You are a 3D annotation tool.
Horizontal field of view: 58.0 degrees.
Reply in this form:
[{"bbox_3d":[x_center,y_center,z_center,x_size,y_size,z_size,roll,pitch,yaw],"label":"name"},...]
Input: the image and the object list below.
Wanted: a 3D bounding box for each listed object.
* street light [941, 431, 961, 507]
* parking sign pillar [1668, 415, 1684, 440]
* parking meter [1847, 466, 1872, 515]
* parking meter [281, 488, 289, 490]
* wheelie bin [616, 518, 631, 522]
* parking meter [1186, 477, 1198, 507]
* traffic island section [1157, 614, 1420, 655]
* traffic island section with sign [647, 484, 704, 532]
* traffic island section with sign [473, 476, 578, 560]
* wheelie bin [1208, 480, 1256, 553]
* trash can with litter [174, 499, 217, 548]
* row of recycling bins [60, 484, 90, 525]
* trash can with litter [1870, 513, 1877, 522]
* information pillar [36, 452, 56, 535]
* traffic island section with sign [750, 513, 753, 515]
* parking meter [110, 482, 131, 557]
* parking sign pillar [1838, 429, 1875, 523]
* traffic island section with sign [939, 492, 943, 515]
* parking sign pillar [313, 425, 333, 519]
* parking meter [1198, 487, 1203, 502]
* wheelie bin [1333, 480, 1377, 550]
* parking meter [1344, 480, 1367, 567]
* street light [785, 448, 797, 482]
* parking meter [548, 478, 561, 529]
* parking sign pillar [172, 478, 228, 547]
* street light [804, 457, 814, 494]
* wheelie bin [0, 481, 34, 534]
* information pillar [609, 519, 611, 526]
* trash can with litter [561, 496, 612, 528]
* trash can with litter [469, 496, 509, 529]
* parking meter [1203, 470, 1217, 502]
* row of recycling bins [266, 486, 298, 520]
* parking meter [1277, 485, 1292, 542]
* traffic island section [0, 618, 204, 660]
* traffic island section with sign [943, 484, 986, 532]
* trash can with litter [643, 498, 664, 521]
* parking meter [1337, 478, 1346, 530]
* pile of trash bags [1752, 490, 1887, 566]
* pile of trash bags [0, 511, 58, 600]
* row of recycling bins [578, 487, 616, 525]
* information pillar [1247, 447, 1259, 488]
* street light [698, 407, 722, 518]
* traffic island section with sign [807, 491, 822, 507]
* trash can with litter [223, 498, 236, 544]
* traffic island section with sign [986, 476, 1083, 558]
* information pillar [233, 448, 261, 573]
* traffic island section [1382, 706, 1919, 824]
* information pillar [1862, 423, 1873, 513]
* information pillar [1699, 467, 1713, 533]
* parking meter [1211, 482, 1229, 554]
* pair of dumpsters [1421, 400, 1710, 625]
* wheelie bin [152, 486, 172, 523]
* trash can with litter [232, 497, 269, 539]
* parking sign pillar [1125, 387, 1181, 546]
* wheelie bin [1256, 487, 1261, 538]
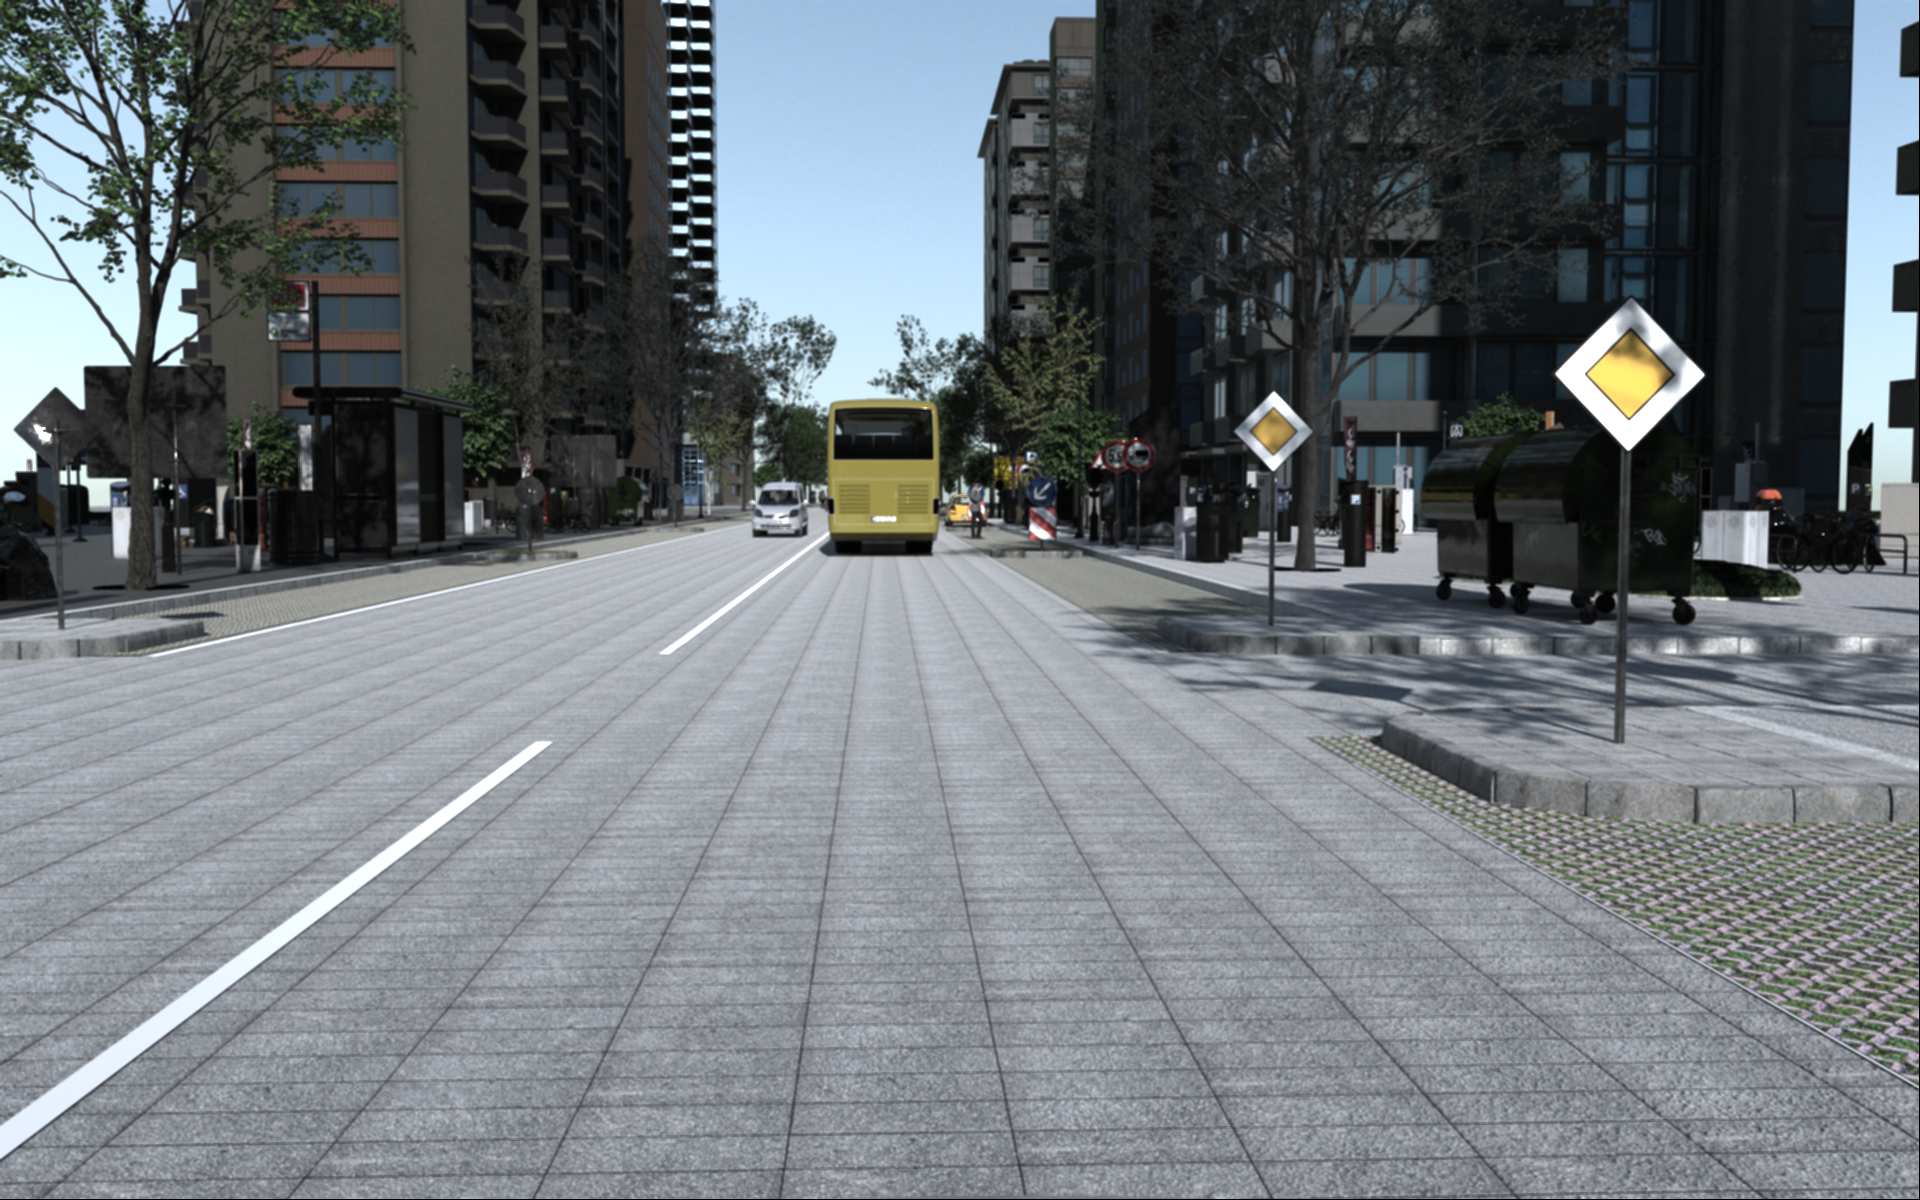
[{"bbox_3d":[-0.528,-9.467,127.322,1.470,5.913,1.316,0,4,-3],"label":"street light"},{"bbox_3d":[24.141,-4.302,58.814,1.447,3.967,1.447,0,4,5],"label":"parking sign pillar"},{"bbox_3d":[18.840,-1.870,36.287,0.255,1.863,0.399,-2,4,-30],"label":"parking meter"},{"bbox_3d":[-27.617,-3.825,70.955,0.372,1.533,0.369,0,3,0],"label":"parking meter"},{"bbox_3d":[-15.409,-4.378,79.485,0.693,1.594,0.980,2,4,31],"label":"wheelie bin"},{"bbox_3d":[7.725,-3.182,57.730,0.399,1.863,0.255,0,4,5],"label":"parking meter"},{"bbox_3d":[3.054,0.329,16.908,2.009,0.180,2.903,0,4,-3],"label":"traffic island section"},{"bbox_3d":[-10.761,-3.488,65.652,1.989,1.847,2.006,0,4,-3],"label":"traffic island section with sign"},{"bbox_3d":[-9.505,-1.803,38.099,1.989,1.847,2.006,0,4,-3],"label":"traffic island section with sign"},{"bbox_3d":[5.881,-1.835,37.917,0.693,1.594,0.980,3,4,37],"label":"wheelie bin"},{"bbox_3d":[-18.364,-1.841,41.481,1.055,1.170,0.624,-1,4,-9],"label":"trash can with litter"},{"bbox_3d":[-37.868,-4.052,73.356,1.069,1.692,3.534,0,4,-5],"label":"row of recycling bins"},{"bbox_3d":[40.472,-4.110,78.252,2.233,1.210,1.678,-1,4,-8],"label":"trash can with litter"},{"bbox_3d":[-28.470,-3.829,53.953,0.504,3.616,0.183,-2,4,-29],"label":"information pillar"},{"bbox_3d":[-13.045,-6.589,116.352,1.989,1.847,2.006,0,4,-3],"label":"traffic island section with sign"},{"bbox_3d":[-17.076,-1.642,35.261,0.372,1.533,0.369,0,3,0],"label":"parking meter"},{"bbox_3d":[37.526,-5.134,72.420,1.447,3.967,1.447,1,4,9],"label":"parking sign pillar"},{"bbox_3d":[-1.763,-6.601,116.551,1.989,1.847,2.006,0,4,-3],"label":"traffic island section with sign"},{"bbox_3d":[-24.706,-4.786,66.718,1.447,3.967,1.447,1,4,9],"label":"parking sign pillar"},{"bbox_3d":[8.530,-3.275,61.955,0.372,1.533,0.369,0,3,0],"label":"parking meter"},{"bbox_3d":[9.118,-1.961,39.978,0.980,1.594,0.693,0,4,7],"label":"wheelie bin"},{"bbox_3d":[6.962,-1.350,30.489,0.372,1.533,0.369,0,3,0],"label":"parking meter"},{"bbox_3d":[-17.150,-12.434,175.841,1.470,5.913,1.316,0,4,-3],"label":"street light"},{"bbox_3d":[-14.815,-3.524,63.327,0.399,1.863,0.255,1,4,10],"label":"parking meter"},{"bbox_3d":[-18.984,-3.330,42.923,1.447,3.967,1.447,0,4,6],"label":"parking sign pillar"},{"bbox_3d":[-19.001,-14.984,217.527,1.470,5.913,1.316,0,4,-3],"label":"street light"},{"bbox_3d":[-22.642,-2.051,41.440,0.980,1.594,0.693,2,4,32],"label":"wheelie bin"},{"bbox_3d":[-14.247,-4.850,70.657,0.183,3.616,0.504,0,4,-8],"label":"information pillar"},{"bbox_3d":[-14.177,-3.291,64.870,2.233,1.210,1.678,1,4,16],"label":"trash can with litter"},{"bbox_3d":[-17.708,-3.242,64.071,2.233,1.210,1.678,0,4,7],"label":"trash can with litter"},{"bbox_3d":[6.093,-2.233,42.226,0.255,1.863,0.399,-1,4,-13],"label":"parking meter"},{"bbox_3d":[-33.757,-4.846,86.337,1.069,1.692,3.534,0,4,4],"label":"row of recycling bins"},{"bbox_3d":[8.658,-2.314,46.248,0.372,1.533,0.369,0,3,0],"label":"parking meter"},{"bbox_3d":[-8.525,0.360,16.393,2.009,0.180,2.903,0,4,-3],"label":"traffic island section"},{"bbox_3d":[0.483,-3.552,66.699,1.989,1.847,2.006,0,4,-3],"label":"traffic island section with sign"},{"bbox_3d":[-14.887,-4.425,83.738,1.055,1.170,0.624,-3,4,-37],"label":"trash can with litter"},{"bbox_3d":[13.650,-3.421,61.638,0.399,1.863,0.255,2,4,31],"label":"parking meter"},{"bbox_3d":[15.790,-1.395,32.561,1.912,1.369,3.447,0,4,0],"label":"pile of trash bags"},{"bbox_3d":[-12.343,-0.626,19.986,1.912,1.369,3.447,1,4,16],"label":"pile of trash bags"},{"bbox_3d":[-15.115,-3.992,72.375,1.069,1.692,3.534,0,4,2],"label":"row of recycling bins"},{"bbox_3d":[10.524,-4.330,62.150,0.183,3.616,0.504,-3,5,-44],"label":"information pillar"},{"bbox_3d":[-13.370,-7.355,92.800,1.470,5.913,1.316,0,4,-3],"label":"street light"},{"bbox_3d":[-16.748,-11.615,198.540,1.989,1.847,2.006,0,4,-3],"label":"traffic island section with sign"},{"bbox_3d":[-18.735,-2.050,44.901,0.624,1.170,1.055,-2,4,-29],"label":"trash can with litter"},{"bbox_3d":[1.703,-1.892,39.559,1.989,1.847,2.006,0,4,-3],"label":"traffic island section with sign"},{"bbox_3d":[-11.567,-1.444,28.104,0.304,2.012,0.304,-3,5,-40],"label":"information pillar"},{"bbox_3d":[3.414,0.816,8.931,2.009,0.180,2.903,0,4,-3],"label":"traffic island section"},{"bbox_3d":[29.897,-4.022,57.111,0.183,3.616,0.504,0,4,-2],"label":"information pillar"},{"bbox_3d":[20.663,-2.659,47.971,0.304,2.012,0.304,2,4,27],"label":"information pillar"},{"bbox_3d":[5.457,-1.709,36.353,0.372,1.533,0.369,0,3,0],"label":"parking meter"},{"bbox_3d":[6.477,-1.005,18.923,1.574,2.255,4.437,0,4,-2],"label":"pair of dumpsters"},{"bbox_3d":[-32.120,-3.774,69.609,0.693,1.594,0.980,-3,5,-45],"label":"wheelie bin"},{"bbox_3d":[-20.330,-2.328,49.119,2.233,1.210,1.678,-1,4,-16],"label":"trash can with litter"},{"bbox_3d":[4.902,-3.381,43.758,1.447,3.967,1.447,0,4,1],"label":"parking sign pillar"},{"bbox_3d":[8.566,-2.650,51.229,0.693,1.594,0.980,0,4,7],"label":"wheelie bin"}]
